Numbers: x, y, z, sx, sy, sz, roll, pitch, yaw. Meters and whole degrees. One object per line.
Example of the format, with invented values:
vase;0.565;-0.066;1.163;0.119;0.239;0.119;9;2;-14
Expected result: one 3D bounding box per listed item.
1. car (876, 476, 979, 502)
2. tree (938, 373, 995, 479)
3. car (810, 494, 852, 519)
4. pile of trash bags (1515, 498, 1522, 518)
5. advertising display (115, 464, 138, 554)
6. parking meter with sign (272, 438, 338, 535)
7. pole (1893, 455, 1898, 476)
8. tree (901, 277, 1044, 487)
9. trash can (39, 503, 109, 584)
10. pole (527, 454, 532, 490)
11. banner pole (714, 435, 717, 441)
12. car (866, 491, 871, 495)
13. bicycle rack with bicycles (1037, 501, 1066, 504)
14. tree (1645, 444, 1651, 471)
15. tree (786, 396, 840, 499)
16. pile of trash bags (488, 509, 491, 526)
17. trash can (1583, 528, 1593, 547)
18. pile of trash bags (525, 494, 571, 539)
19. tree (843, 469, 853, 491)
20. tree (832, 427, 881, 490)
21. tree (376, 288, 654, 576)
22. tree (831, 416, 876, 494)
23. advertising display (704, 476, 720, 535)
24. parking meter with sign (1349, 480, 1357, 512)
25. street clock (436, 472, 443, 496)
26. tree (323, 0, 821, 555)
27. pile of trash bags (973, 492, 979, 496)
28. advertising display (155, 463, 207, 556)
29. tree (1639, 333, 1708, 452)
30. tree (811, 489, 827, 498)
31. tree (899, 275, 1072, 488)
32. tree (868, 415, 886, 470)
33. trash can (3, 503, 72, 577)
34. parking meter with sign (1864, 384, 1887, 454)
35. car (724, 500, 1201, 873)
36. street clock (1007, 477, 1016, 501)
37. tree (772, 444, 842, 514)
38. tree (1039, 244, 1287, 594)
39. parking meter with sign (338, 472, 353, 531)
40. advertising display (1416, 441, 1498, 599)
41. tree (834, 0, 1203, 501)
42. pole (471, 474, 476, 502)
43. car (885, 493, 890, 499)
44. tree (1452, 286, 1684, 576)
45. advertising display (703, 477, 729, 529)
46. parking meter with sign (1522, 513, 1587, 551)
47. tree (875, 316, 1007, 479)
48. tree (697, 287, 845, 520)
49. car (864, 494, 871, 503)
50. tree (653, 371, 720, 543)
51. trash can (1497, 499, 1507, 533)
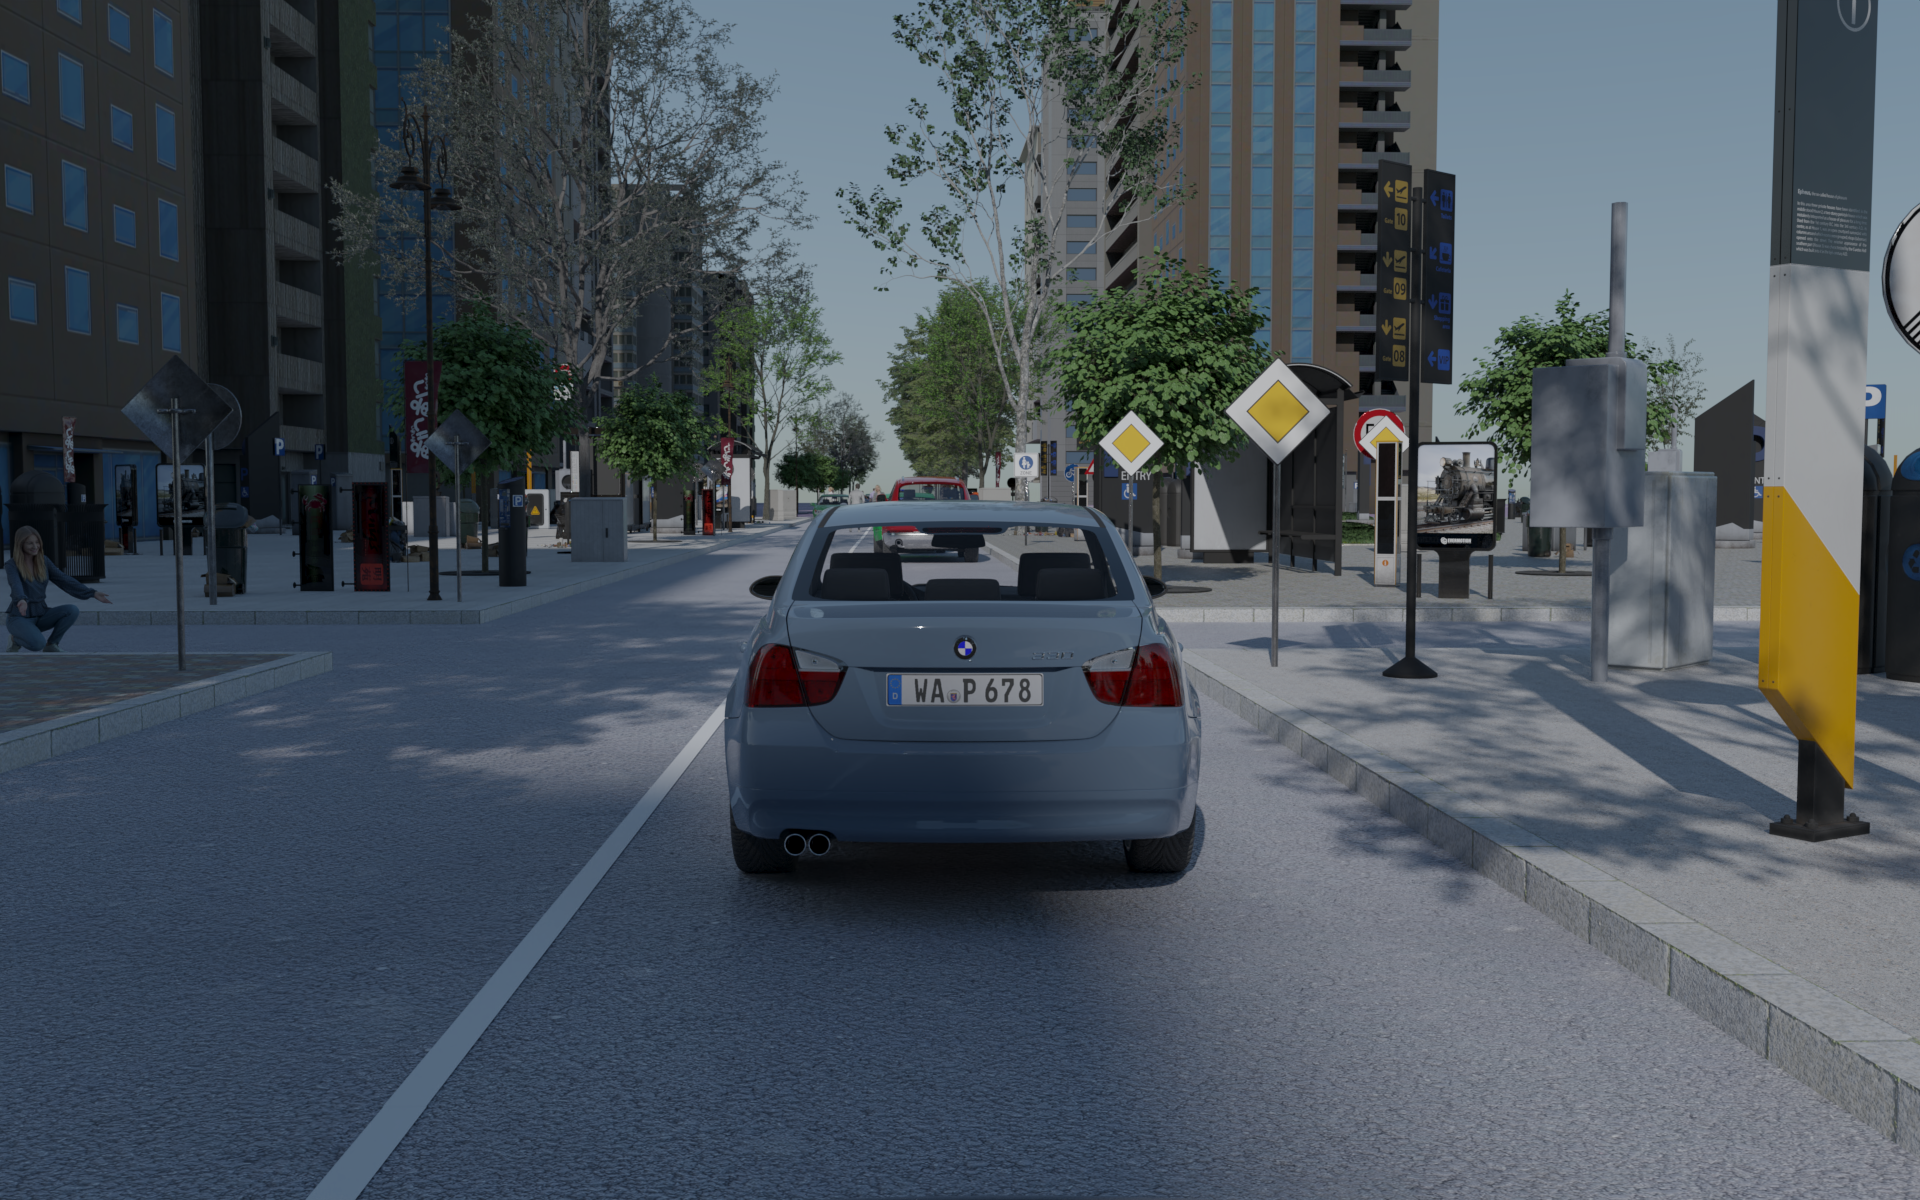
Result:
car;-0.684;-1.778;37.742;2.281;1.827;5.304;0;4;-3
tree;0.233;-9.091;98.994;4.737;8.622;4.395;0;3;0
car;-5.442;-3.886;75.337;2.131;1.459;4.920;0;4;-3
pile of trash bags;31.835;-5.247;95.548;3.447;1.369;1.912;-3;5;-44
advertising display;-18.105;-1.983;37.630;0.974;1.923;0.123;3;5;45
parking meter with sign;-20.357;-3.516;53.745;1.738;3.016;0.543;1;4;10
pole;48.703;-5.895;90.234;0.158;3.312;0.155;0;3;0
tree;0.656;-10.574;91.008;7.486;12.596;7.792;0;3;0
trash can;-12.667;-0.814;24.962;0.748;1.137;0.748;0;3;0
pole;-16.091;-4.336;64.744;0.158;3.312;0.155;0;3;0
banner pole;-10.206;-5.128;73.859;0.863;3.779;0.401;1;4;17
car;-11.340;-12.883;219.438;1.959;1.807;4.718;0;4;-3
bicycle rack with bicycles;3.493;-4.394;85.216;2.925;0.926;2.852;-1;4;-17
tree;21.840;-3.740;55.747;1.663;3.219;1.824;0;3;0
tree;-10.721;-10.885;128.330;4.360;8.622;3.978;0;3;0
pile of trash bags;-17.309;-3.542;67.670;1.912;1.369;3.447;-2;4;-26
trash can;15.438;-1.854;41.962;0.748;1.137;0.748;0;3;0
pile of trash bags;-11.393;-2.461;49.993;3.447;1.369;1.912;0;4;2
tree;-10.100;-8.435;121.618;4.285;4.588;4.351;0;3;0
tree;-14.666;-18.417;235.527;8.767;10.594;7.601;1;4;9
tree;-7.712;-2.689;27.686;4.285;4.588;4.351;0;3;0
tree;-15.502;-20.316;250.287;7.486;12.596;7.792;0;3;0
advertising display;-7.880;-3.043;54.969;0.123;1.923;0.974;-1;4;-19
parking meter with sign;20.340;-5.633;88.353;0.543;3.016;1.738;2;4;33
street clock;-16.797;-3.121;55.591;0.471;2.002;0.358;3;4;36
tree;-8.024;-7.727;36.710;12.009;13.543;11.850;0;3;0
pile of trash bags;1.097;-4.849;89.031;1.912;1.369;3.447;1;4;10
advertising display;-16.241;-1.892;36.155;0.974;1.923;0.123;-1;4;-13
tree;31.959;-7.848;78.675;4.360;8.622;3.978;0;3;0
tree;-11.411;-8.993;141.633;1.663;3.219;1.824;0;3;0
tree;1.187;-9.498;81.052;9.928;11.665;9.643;0;3;0
tree;-13.869;-17.927;203.473;12.009;13.543;11.850;0;3;0
trash can;-14.081;-0.895;26.285;0.748;1.137;0.748;0;3;0
parking meter with sign;14.000;-1.876;26.930;0.543;3.016;1.738;2;4;31
car;-0.002;0.254;7.843;2.014;1.417;4.499;0;4;0
street clock;2.297;-4.327;75.311;0.471;2.002;0.358;2;4;29
tree;-10.674;-7.976;114.126;4.285;4.588;4.351;0;3;0
tree;2.697;-2.398;22.925;4.285;4.588;4.351;0;3;0
parking meter with sign;-21.821;-3.971;61.187;0.543;3.016;1.738;3;4;38
advertising display;6.075;-0.981;21.245;0.974;1.923;0.123;1;4;21
tree;2.111;-12.357;57.924;12.611;20.169;13.585;0;3;0
pole;-19.014;-4.515;67.658;0.158;3.312;0.155;0;3;0
car;-1.294;-2.125;43.545;1.959;1.807;4.718;0;4;-3
tree;9.608;-2.688;27.660;4.285;4.588;4.351;0;3;0
advertising display;-8.916;-3.554;63.324;0.974;1.923;0.123;1;4;10
parking meter with sign;13.463;-2.610;38.938;1.738;3.016;0.543;-2;4;-25
tree;-0.876;-12.699;114.287;9.857;13.997;8.962;0;3;0
tree;-9.518;-9.779;85.644;9.928;11.665;9.643;0;3;0
car;-9.788;-10.920;190.538;2.014;1.417;4.499;0;4;-2
tree;-8.093;-3.814;46.077;4.285;4.588;4.351;0;3;0
trash can;16.834;-2.620;54.488;0.748;1.137;0.748;0;3;0
